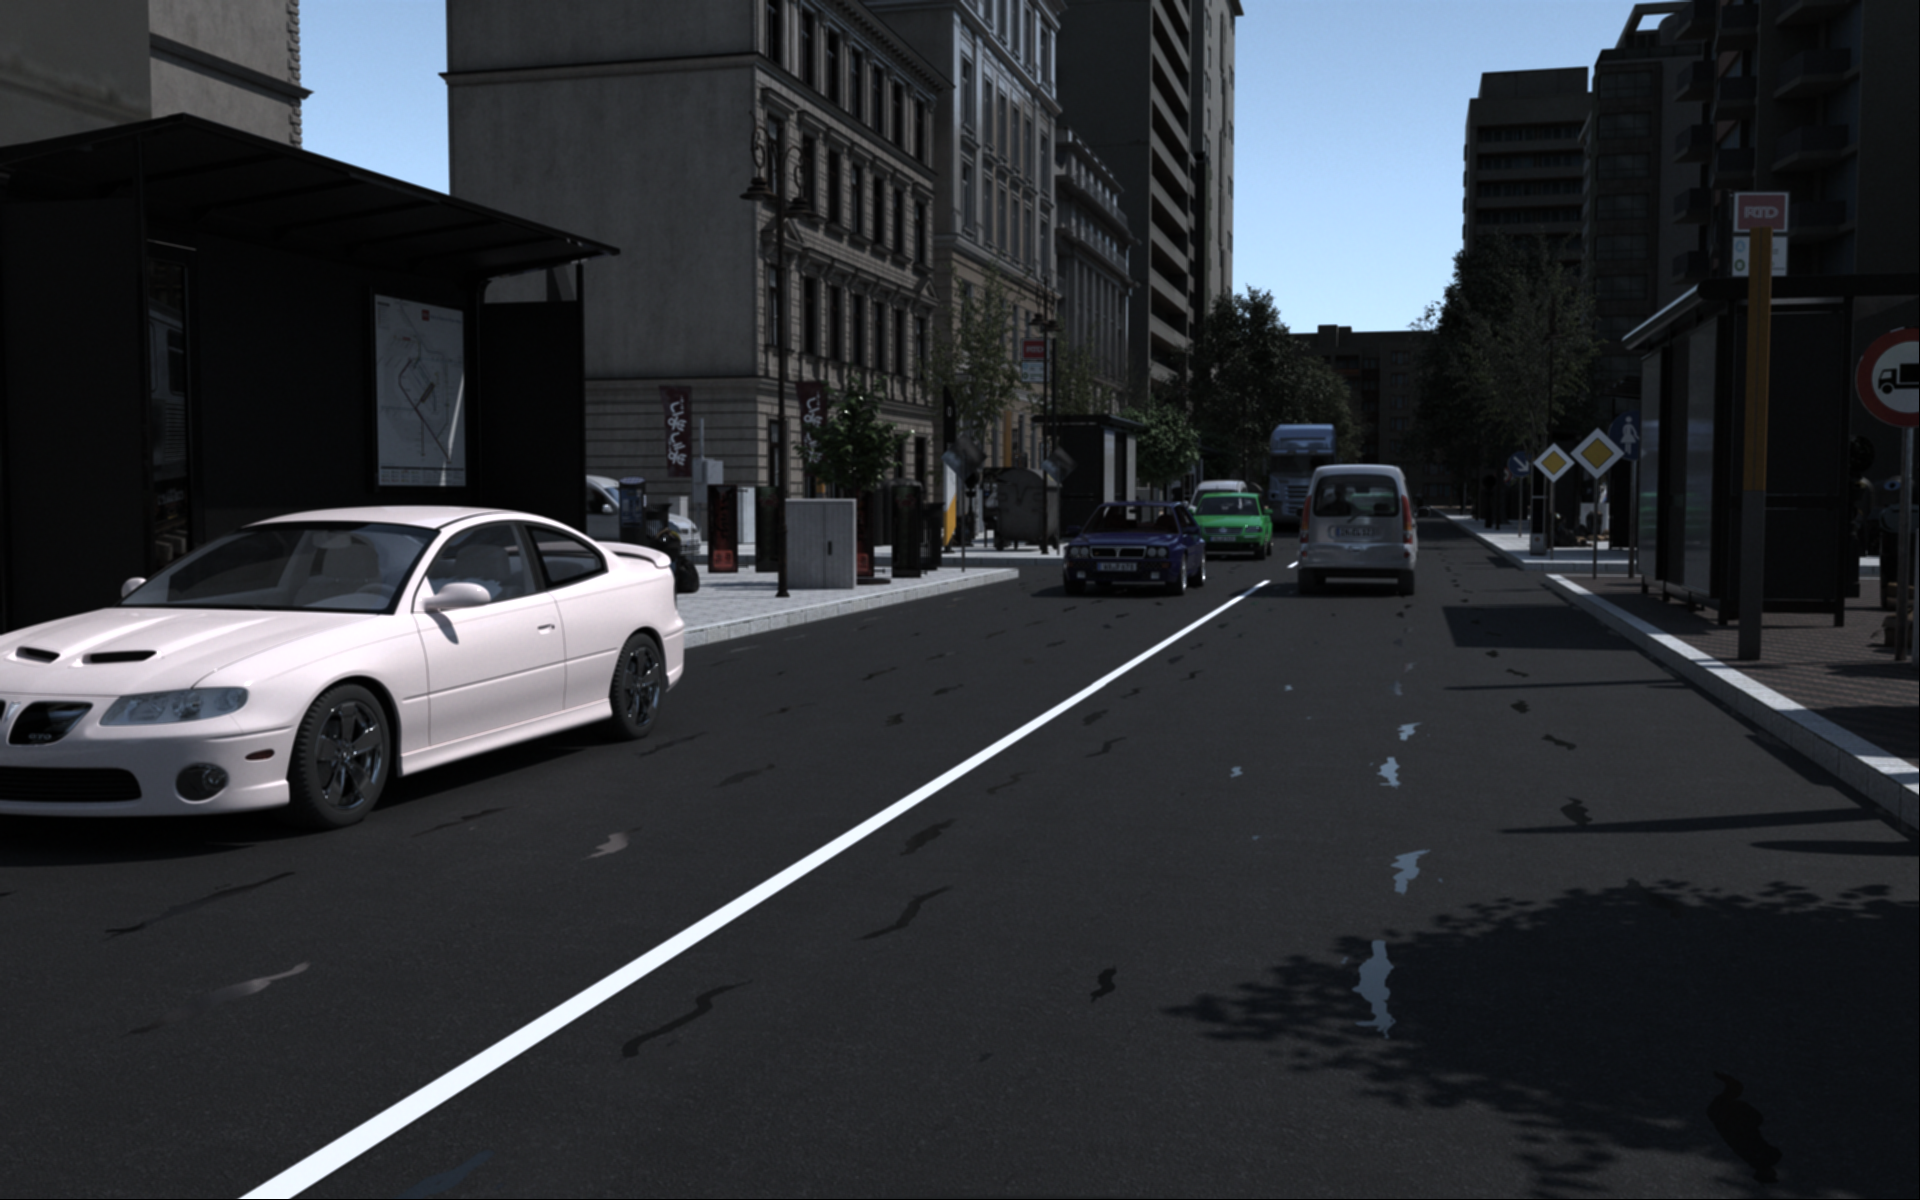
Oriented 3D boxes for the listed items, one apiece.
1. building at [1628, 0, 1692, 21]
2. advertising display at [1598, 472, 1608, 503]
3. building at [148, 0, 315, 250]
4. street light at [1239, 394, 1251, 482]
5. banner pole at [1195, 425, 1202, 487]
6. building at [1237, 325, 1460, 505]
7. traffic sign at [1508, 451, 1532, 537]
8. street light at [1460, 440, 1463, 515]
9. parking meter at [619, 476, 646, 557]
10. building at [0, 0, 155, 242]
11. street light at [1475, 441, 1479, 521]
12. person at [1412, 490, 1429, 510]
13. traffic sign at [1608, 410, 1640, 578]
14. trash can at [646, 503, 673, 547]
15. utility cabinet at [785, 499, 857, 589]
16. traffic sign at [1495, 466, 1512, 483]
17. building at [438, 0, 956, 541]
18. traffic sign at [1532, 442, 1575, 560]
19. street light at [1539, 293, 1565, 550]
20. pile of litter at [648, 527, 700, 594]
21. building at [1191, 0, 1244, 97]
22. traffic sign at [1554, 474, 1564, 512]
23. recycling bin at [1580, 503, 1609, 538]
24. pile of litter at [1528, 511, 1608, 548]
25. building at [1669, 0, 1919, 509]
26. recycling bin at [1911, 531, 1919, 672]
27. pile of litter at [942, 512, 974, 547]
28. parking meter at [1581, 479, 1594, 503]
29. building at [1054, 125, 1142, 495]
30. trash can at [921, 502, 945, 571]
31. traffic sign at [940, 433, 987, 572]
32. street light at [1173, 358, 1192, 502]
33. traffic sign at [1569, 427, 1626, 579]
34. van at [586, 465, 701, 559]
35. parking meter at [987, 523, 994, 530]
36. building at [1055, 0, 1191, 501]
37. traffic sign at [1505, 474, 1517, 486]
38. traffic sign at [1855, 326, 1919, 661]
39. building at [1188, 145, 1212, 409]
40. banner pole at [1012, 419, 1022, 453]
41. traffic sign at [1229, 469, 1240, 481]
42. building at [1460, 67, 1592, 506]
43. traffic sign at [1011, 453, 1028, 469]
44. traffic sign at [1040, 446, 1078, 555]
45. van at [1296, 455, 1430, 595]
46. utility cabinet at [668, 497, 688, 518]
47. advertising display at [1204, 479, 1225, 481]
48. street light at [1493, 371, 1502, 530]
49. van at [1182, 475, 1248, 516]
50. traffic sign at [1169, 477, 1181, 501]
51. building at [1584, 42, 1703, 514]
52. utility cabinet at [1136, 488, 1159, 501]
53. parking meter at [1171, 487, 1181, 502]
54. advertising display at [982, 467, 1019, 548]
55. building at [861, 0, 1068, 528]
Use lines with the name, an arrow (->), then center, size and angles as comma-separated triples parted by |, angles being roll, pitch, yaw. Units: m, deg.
building -> 62.247, -26.835, 130.636 | 32.217, 40.220, 23.993 | 1, 4, 14
advertising display -> 18.856, -2.797, 50.939 | 0.123, 1.923, 0.974 | 2, 4, 34
building -> -33.084, -14.010, 57.945 | 19.941, 23.489, 11.050 | 1, 4, 14
street light -> 13.184, -6.581, 80.384 | 0.468, 5.910, 1.993 | 1, 4, 14
banner pole -> 8.734, -4.494, 63.488 | 0.401, 3.779, 0.863 | 1, 4, 21
building -> 45.954, -22.452, 212.124 | 28.899, 21.520, 27.650 | 1, 4, 14
traffic sign -> 16.669, -3.142, 51.481 | 0.768, 2.556, 0.104 | 1, 4, 23
street light -> 30.508, -8.100, 105.229 | 0.468, 5.910, 1.993 | 1, 4, 14
parking meter -> -4.608, -0.977, 24.393 | 0.372, 1.533, 0.369 | 0, 3, 0
building -> -23.392, -23.863, 13.859 | 21.600, 48.544, 21.300 | 1, 4, 14
street light -> 24.970, -6.770, 83.474 | 0.468, 5.910, 1.993 | 1, 4, 14
person -> 33.453, -7.133, 125.855 | 1.217, 1.736, 0.721 | 0, 4, -4
traffic sign -> 10.233, -1.604, 26.324 | 0.768, 2.556, 0.104 | 1, 4, 16
trash can -> -4.706, -0.887, 26.151 | 0.748, 1.137, 0.748 | 0, 3, 0
utility cabinet -> -1.929, -0.754, 23.492 | 1.020, 1.237, 0.306 | 0, 4, 7
traffic sign -> 24.989, -4.868, 79.696 | 0.768, 2.556, 0.104 | 2, 4, 23
building -> -7.672, -11.717, 56.196 | 10.561, 19.102, 19.286 | 1, 4, 14
traffic sign -> 11.536, -1.838, 33.701 | 0.795, 2.450, 0.064 | 1, 4, 14
street light -> 13.611, -4.108, 39.951 | 0.468, 5.910, 1.993 | 1, 4, 14
pile of litter -> -4.024, -0.505, 22.225 | 1.176, 0.858, 1.719 | 3, 4, 36
building -> 11.858, -35.299, 166.380 | 27.495, 52.752, 28.713 | 1, 4, 14
traffic sign -> 19.682, -3.504, 57.403 | 0.768, 2.556, 0.104 | 1, 4, 22
recycling bin -> 17.998, -2.237, 49.133 | 0.722, 1.027, 0.722 | 2, 4, 24
pile of litter -> 14.687, -1.732, 42.280 | 1.176, 0.858, 1.719 | -1, 4, -19
building -> 44.725, -25.876, 77.693 | 22.147, 44.769, 28.867 | 1, 4, 14
recycling bin -> 7.389, 0.002, 12.518 | 0.722, 1.027, 0.722 | -3, 5, -45
pile of litter -> -0.190, -1.760, 42.747 | 1.176, 0.858, 1.719 | 1, 4, 12
parking meter -> 23.970, -3.700, 66.212 | 0.399, 1.863, 0.255 | -1, 4, -9
building -> 1.831, -15.650, 97.673 | 13.314, 21.916, 24.055 | 1, 4, 14
trash can -> -0.610, -1.074, 29.211 | 0.748, 1.137, 0.748 | 0, 3, 0
traffic sign -> 0.057, -1.516, 28.436 | 0.795, 2.450, 0.064 | 1, 4, 14
street light -> 7.558, -5.264, 58.858 | 0.468, 5.910, 1.993 | 1, 4, 14
traffic sign -> 9.534, -1.366, 25.970 | 0.795, 2.450, 0.064 | 1, 4, 14
van -> -7.252, -1.693, 34.689 | 4.112, 2.044, 2.013 | 1, 4, 14
parking meter -> 1.133, -3.256, 61.639 | 0.372, 1.533, 0.369 | 0, 3, 0
building -> 4.584, -30.640, 124.673 | 21.300, 48.544, 21.600 | 1, 4, 14
traffic sign -> 31.436, -6.048, 98.985 | 0.768, 2.556, 0.104 | 2, 4, 23
traffic sign -> 7.245, -0.805, 13.263 | 0.768, 2.556, 0.104 | 1, 4, 18
building -> 12.686, -22.629, 141.691 | 14.160, 30.474, 14.107 | 1, 4, 14
banner pole -> 1.907, -4.155, 57.947 | 0.401, 3.779, 0.863 | -2, 4, -24
traffic sign -> 12.970, -5.054, 82.735 | 0.768, 2.556, 0.104 | 1, 4, 22
building -> 69.291, -35.291, 200.709 | 21.600, 48.544, 21.300 | 1, 4, 14
traffic sign -> 1.377, -2.483, 42.726 | 0.606, 2.300, 0.079 | 1, 4, 15
traffic sign -> 2.058, -1.989, 36.167 | 0.795, 2.450, 0.064 | 1, 4, 14
van -> 6.037, -1.167, 26.097 | 2.013, 2.044, 4.112 | 1, 4, 15
utility cabinet -> -6.941, -1.926, 42.650 | 0.306, 1.237, 1.020 | 0, 4, 2
advertising display -> 10.520, -4.080, 71.930 | 0.974, 1.923, 0.123 | 0, 4, -6
street light -> 19.294, -5.454, 61.961 | 0.468, 5.910, 1.993 | 1, 4, 14
van -> 7.578, -2.672, 50.705 | 2.013, 2.044, 4.112 | 1, 4, 15
traffic sign -> 7.855, -3.965, 64.826 | 0.884, 2.594, 0.081 | 1, 4, 22
building -> 48.744, -20.968, 114.527 | 14.160, 30.474, 14.107 | 1, 4, 14
utility cabinet -> 6.574, -3.292, 62.500 | 1.173, 1.500, 0.318 | 1, 4, 23
parking meter -> 7.940, -3.372, 63.538 | 0.372, 1.533, 0.369 | 0, 3, 0
advertising display -> 0.993, -2.224, 41.572 | 0.974, 1.923, 0.123 | 2, 4, 29
building -> -3.825, -17.695, 75.221 | 13.634, 28.700, 20.117 | 1, 4, 14
